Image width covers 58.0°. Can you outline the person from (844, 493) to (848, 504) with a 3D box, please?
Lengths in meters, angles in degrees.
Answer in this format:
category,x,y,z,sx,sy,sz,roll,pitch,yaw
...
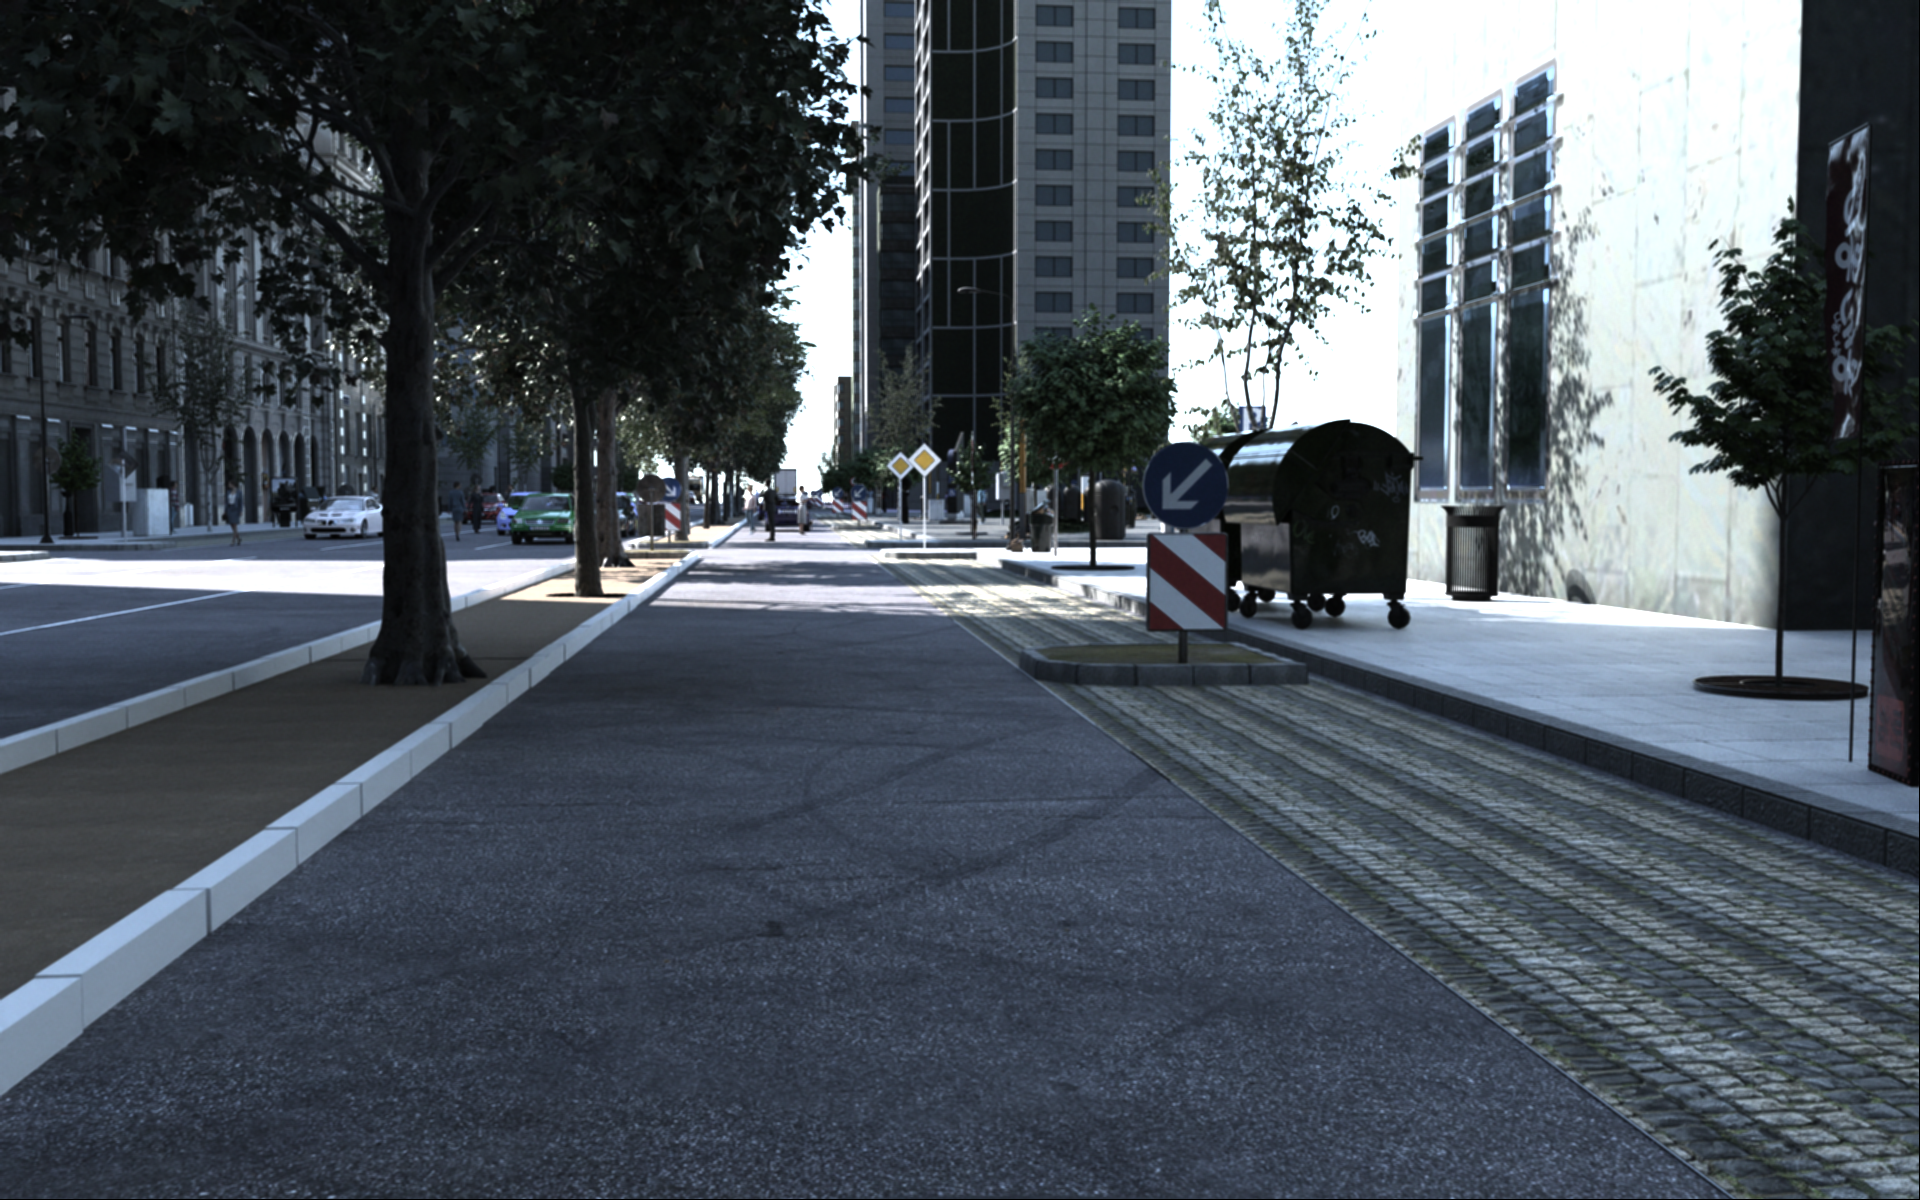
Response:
category,x,y,z,sx,sy,sz,roll,pitch,yaw
person,-15.355,-13.718,233.521,0.799,1.438,0.628,3,5,45

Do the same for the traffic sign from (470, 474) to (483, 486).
category,x,y,z,sx,sy,sz,roll,pitch,yaw
traffic sign,-30.231,-6.617,108.301,0.768,2.556,0.104,0,4,0

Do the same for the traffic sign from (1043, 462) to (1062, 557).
category,x,y,z,sx,sy,sz,roll,pitch,yaw
traffic sign,1.959,-2.161,35.444,0.768,2.556,0.104,0,4,3

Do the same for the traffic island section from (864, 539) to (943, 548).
category,x,y,z,sx,sy,sz,roll,pitch,yaw
traffic island section,-1.572,-1.528,47.262,2.009,0.180,2.903,0,4,-6

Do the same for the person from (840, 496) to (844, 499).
category,x,y,z,sx,sy,sz,roll,pitch,yaw
person,-10.868,-9.227,158.380,0.415,1.643,0.593,-1,4,-22

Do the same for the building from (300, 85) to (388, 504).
category,x,y,z,sx,sy,sz,roll,pitch,yaw
building,-38.967,-18.540,100.384,12.463,27.353,25.104,0,4,-6

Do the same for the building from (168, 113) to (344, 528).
category,x,y,z,sx,sy,sz,roll,pitch,yaw
building,-36.693,-14.332,76.120,13.314,21.916,24.055,0,4,-6

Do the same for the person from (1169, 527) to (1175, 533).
category,x,y,z,sx,sy,sz,roll,pitch,yaw
person,6.527,-2.843,52.870,0.721,1.781,0.623,-1,4,-20

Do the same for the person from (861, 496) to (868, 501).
category,x,y,z,sx,sy,sz,roll,pitch,yaw
person,-7.707,-8.016,137.108,0.705,1.823,1.348,-3,5,-44

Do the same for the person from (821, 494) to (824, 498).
category,x,y,z,sx,sy,sz,roll,pitch,yaw
person,-20.261,-14.991,251.666,1.217,1.766,0.721,0,4,6

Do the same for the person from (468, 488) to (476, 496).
category,x,y,z,sx,sy,sz,roll,pitch,yaw
person,-24.280,-4.777,86.849,0.600,1.795,0.529,1,4,14

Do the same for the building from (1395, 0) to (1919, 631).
category,x,y,z,sx,sy,sz,roll,pitch,yaw
building,19.340,-42.636,9.771,22.319,86.520,31.000,0,4,-6

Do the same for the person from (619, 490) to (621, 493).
category,x,y,z,sx,sy,sz,roll,pitch,yaw
person,-29.756,-8.763,151.865,1.350,1.814,0.705,3,4,37

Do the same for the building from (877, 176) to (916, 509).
category,x,y,z,sx,sy,sz,roll,pitch,yaw
building,-0.743,-23.767,160.292,14.160,30.474,14.107,0,4,-6

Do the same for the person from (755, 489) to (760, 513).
category,x,y,z,sx,sy,sz,roll,pitch,yaw
person,-15.081,-7.312,127.912,0.599,1.838,0.709,2,4,33

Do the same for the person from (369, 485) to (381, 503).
category,x,y,z,sx,sy,sz,roll,pitch,yaw
person,-29.767,-4.971,87.984,0.731,1.740,0.598,1,4,9

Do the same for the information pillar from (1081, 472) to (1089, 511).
category,x,y,z,sx,sy,sz,roll,pitch,yaw
information pillar,5.895,-5.461,80.637,0.504,3.616,0.183,-2,4,-23

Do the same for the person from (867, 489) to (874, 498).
category,x,y,z,sx,sy,sz,roll,pitch,yaw
person,-7.024,-7.919,135.507,1.348,1.826,0.705,1,4,12

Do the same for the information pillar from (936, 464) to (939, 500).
category,x,y,z,sx,sy,sz,roll,pitch,yaw
information pillar,-1.512,-7.602,115.646,0.183,3.616,0.504,-1,4,-12

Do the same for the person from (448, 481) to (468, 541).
category,x,y,z,sx,sy,sz,roll,pitch,yaw
person,-15.421,-2.723,53.052,0.581,1.822,0.654,0,4,5

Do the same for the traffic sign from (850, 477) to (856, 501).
category,x,y,z,sx,sy,sz,roll,pitch,yaw
traffic sign,-7.367,-7.446,121.841,0.768,2.556,0.104,0,4,-2

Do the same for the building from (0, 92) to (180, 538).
category,x,y,z,sx,sy,sz,roll,pitch,yaw
building,-33.133,-12.607,55.279,9.793,20.994,18.267,0,4,-6

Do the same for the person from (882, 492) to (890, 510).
category,x,y,z,sx,sy,sz,roll,pitch,yaw
person,-6.092,-8.107,138.524,0.705,1.831,1.348,2,4,35

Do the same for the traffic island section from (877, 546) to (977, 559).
category,x,y,z,sx,sy,sz,roll,pitch,yaw
traffic island section,-0.761,-1.042,39.318,2.009,0.180,2.903,0,4,-6

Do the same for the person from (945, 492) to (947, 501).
category,x,y,z,sx,sy,sz,roll,pitch,yaw
person,-0.897,-7.458,131.211,0.421,1.427,0.697,-2,4,-23

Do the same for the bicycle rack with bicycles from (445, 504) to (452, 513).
category,x,y,z,sx,sy,sz,roll,pitch,yaw
bicycle rack with bicycles,-34.722,-6.274,115.965,2.852,0.926,2.925,0,4,4

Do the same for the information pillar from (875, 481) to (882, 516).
category,x,y,z,sx,sy,sz,roll,pitch,yaw
information pillar,-4.702,-5.827,99.765,0.304,2.012,0.304,-1,4,-21

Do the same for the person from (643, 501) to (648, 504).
category,x,y,z,sx,sy,sz,roll,pitch,yaw
person,-12.614,-3.407,69.213,0.382,1.210,0.505,1,4,21

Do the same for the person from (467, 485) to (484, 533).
category,x,y,z,sx,sy,sz,roll,pitch,yaw
person,-17.684,-3.324,63.269,0.534,1.772,0.576,2,4,25

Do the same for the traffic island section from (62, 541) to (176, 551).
category,x,y,z,sx,sy,sz,roll,pitch,yaw
traffic island section,-21.809,-1.402,45.207,2.009,0.180,2.903,0,4,-6

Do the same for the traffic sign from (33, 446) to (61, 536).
category,x,y,z,sx,sy,sz,roll,pitch,yaw
traffic sign,-24.235,-2.806,45.983,0.768,2.556,0.104,0,4,1

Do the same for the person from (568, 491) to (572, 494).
category,x,y,z,sx,sy,sz,roll,pitch,yaw
person,-25.001,-6.160,111.023,0.330,1.601,0.589,-2,4,-28

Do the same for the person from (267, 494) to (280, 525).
category,x,y,z,sx,sy,sz,roll,pitch,yaw
person,-28.627,-4.034,72.486,0.782,1.767,0.515,0,4,-5

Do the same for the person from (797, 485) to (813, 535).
category,x,y,z,sx,sy,sz,roll,pitch,yaw
person,-5.492,-3.191,61.250,0.524,1.755,0.480,-1,4,-19

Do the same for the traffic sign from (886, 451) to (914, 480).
category,x,y,z,sx,sy,sz,roll,pitch,yaw
traffic sign,-1.595,-2.751,47.177,0.795,2.593,0.064,0,4,-6

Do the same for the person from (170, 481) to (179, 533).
category,x,y,z,sx,sy,sz,roll,pitch,yaw
person,-25.889,-3.057,56.857,0.563,1.720,0.643,3,4,39

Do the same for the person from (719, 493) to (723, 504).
category,x,y,z,sx,sy,sz,roll,pitch,yaw
person,-33.204,-14.350,243.201,1.350,1.814,0.705,0,4,6

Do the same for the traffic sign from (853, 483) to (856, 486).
category,x,y,z,sx,sy,sz,roll,pitch,yaw
traffic sign,-6.690,-7.045,115.190,0.884,2.594,0.081,0,4,-5

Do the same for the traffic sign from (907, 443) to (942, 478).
category,x,y,z,sx,sy,sz,roll,pitch,yaw
traffic sign,-0.783,-2.266,39.233,0.795,2.593,0.064,0,4,-6

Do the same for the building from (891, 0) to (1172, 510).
category,x,y,z,sx,sy,sz,roll,pitch,yaw
building,5.081,-43.053,142.173,20.563,71.187,20.611,0,4,-6

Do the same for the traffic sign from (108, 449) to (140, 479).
category,x,y,z,sx,sy,sz,roll,pitch,yaw
traffic sign,-21.787,-2.627,45.142,0.795,2.593,0.064,0,4,-6

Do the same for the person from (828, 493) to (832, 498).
category,x,y,z,sx,sy,sz,roll,pitch,yaw
person,-18.192,-14.418,242.494,0.721,1.735,1.217,-2,4,-32

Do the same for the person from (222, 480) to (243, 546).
category,x,y,z,sx,sy,sz,roll,pitch,yaw
person,-20.163,-2.426,48.192,0.581,1.822,0.654,1,4,20

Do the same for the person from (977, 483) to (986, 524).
category,x,y,z,sx,sy,sz,roll,pitch,yaw
person,0.913,-4.103,73.464,0.444,1.785,0.601,0,4,-6

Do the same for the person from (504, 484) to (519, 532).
category,x,y,z,sx,sy,sz,roll,pitch,yaw
person,-16.848,-3.457,65.204,0.592,1.802,0.473,3,5,43

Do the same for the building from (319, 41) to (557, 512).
category,x,y,z,sx,sy,sz,roll,pitch,yaw
building,-49.966,-37.753,159.258,21.231,58.520,28.212,0,4,-6

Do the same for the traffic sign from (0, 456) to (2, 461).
category,x,y,z,sx,sy,sz,roll,pitch,yaw
traffic sign,-20.975,-2.141,37.198,0.795,2.593,0.064,0,4,-6

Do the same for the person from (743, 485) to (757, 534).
category,x,y,z,sx,sy,sz,roll,pitch,yaw
person,-7.455,-3.216,61.755,0.731,1.740,0.598,2,4,31

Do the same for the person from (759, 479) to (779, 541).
category,x,y,z,sx,sy,sz,roll,pitch,yaw
person,-5.817,-2.736,52.590,0.474,1.900,0.648,1,4,17

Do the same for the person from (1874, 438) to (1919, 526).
category,x,y,z,sx,sy,sz,roll,pitch,yaw
person,7.463,-0.406,13.516,0.643,1.720,0.563,1,4,18

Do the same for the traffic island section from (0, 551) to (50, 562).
category,x,y,z,sx,sy,sz,roll,pitch,yaw
traffic island section,-20.998,-0.916,37.263,2.009,0.180,2.903,0,4,-6

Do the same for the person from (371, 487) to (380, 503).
category,x,y,z,sx,sy,sz,roll,pitch,yaw
person,-25.111,-4.009,74.614,0.524,1.755,0.480,1,4,13
